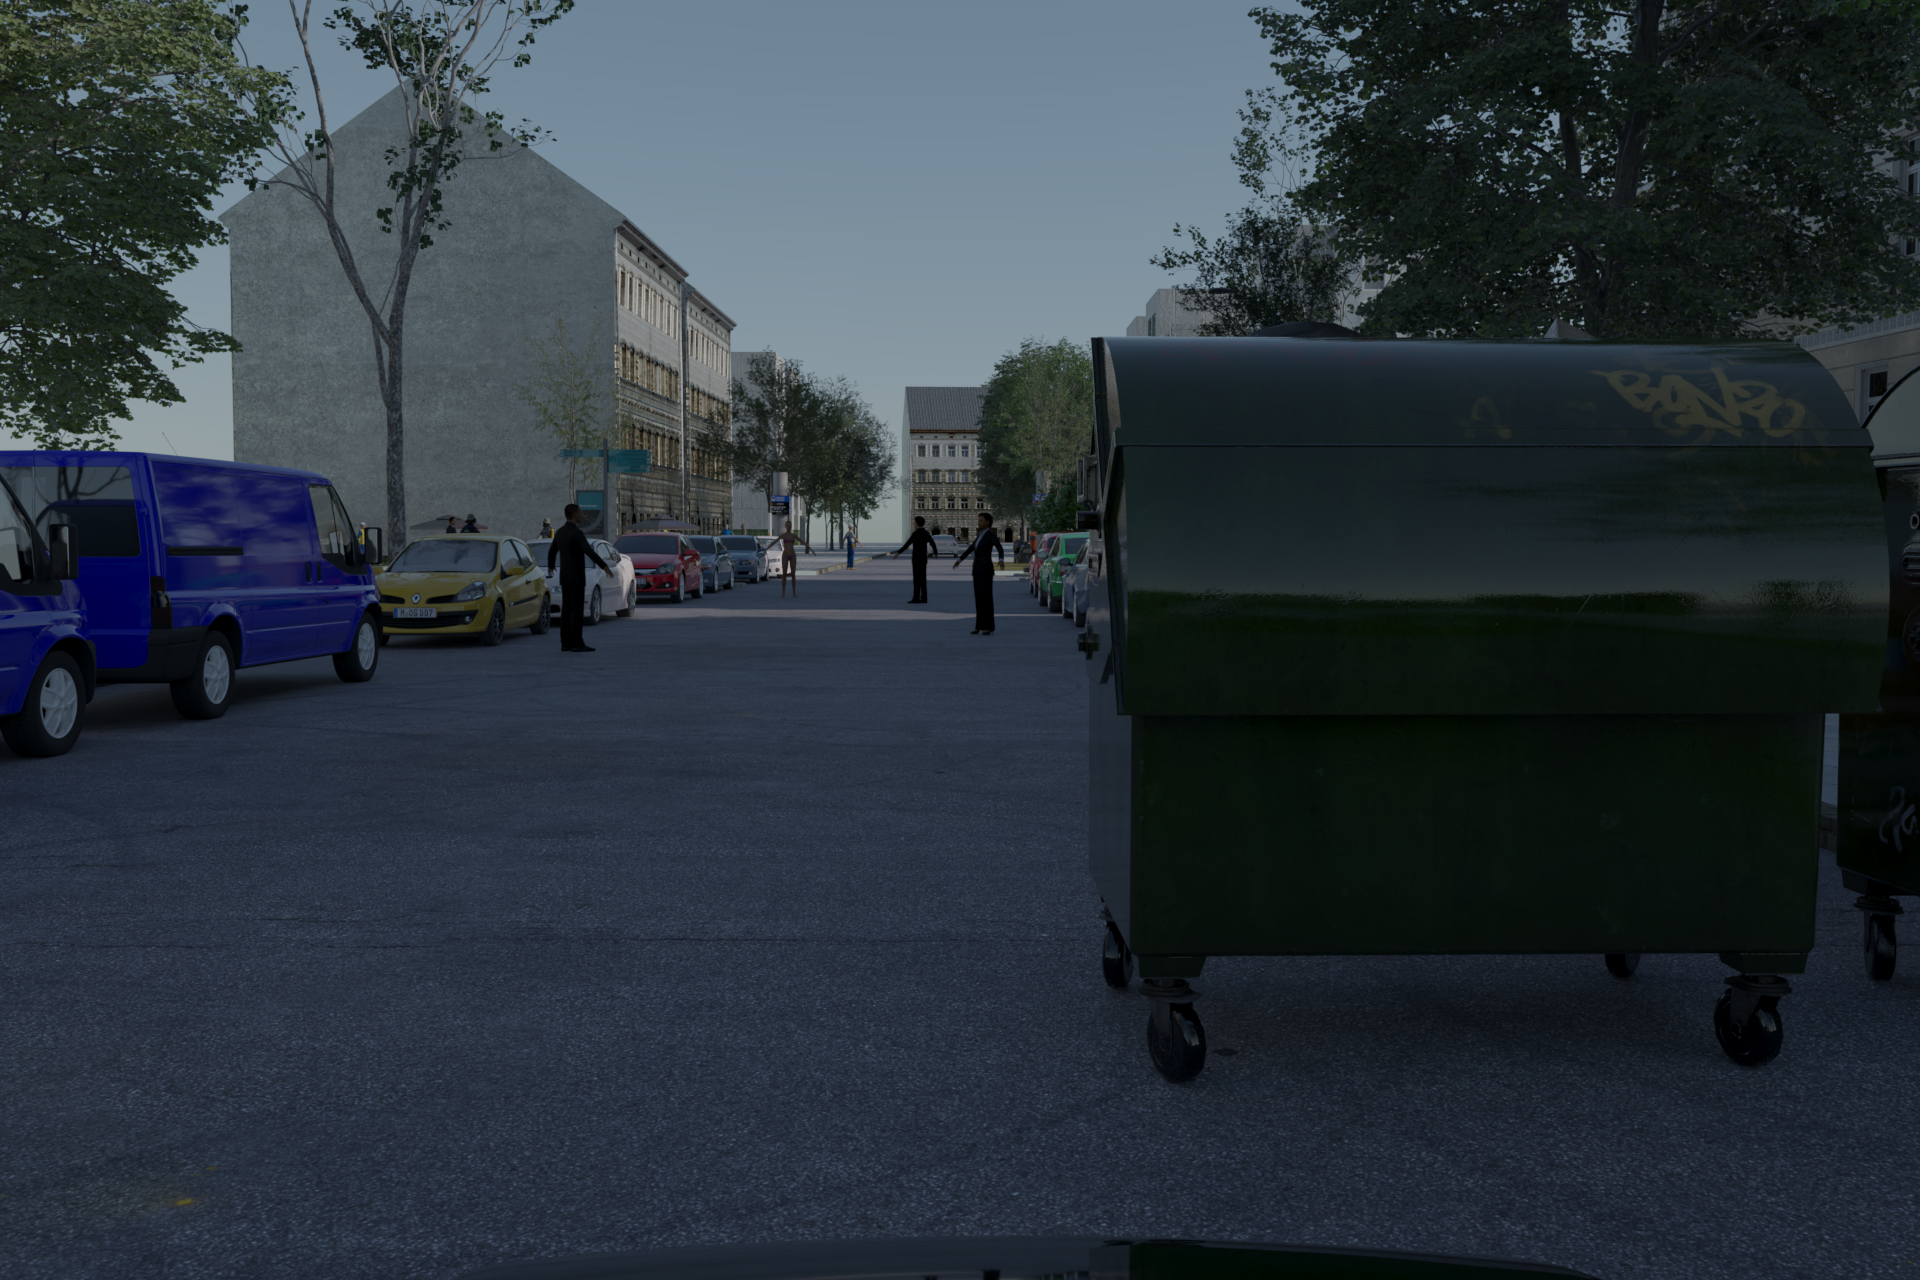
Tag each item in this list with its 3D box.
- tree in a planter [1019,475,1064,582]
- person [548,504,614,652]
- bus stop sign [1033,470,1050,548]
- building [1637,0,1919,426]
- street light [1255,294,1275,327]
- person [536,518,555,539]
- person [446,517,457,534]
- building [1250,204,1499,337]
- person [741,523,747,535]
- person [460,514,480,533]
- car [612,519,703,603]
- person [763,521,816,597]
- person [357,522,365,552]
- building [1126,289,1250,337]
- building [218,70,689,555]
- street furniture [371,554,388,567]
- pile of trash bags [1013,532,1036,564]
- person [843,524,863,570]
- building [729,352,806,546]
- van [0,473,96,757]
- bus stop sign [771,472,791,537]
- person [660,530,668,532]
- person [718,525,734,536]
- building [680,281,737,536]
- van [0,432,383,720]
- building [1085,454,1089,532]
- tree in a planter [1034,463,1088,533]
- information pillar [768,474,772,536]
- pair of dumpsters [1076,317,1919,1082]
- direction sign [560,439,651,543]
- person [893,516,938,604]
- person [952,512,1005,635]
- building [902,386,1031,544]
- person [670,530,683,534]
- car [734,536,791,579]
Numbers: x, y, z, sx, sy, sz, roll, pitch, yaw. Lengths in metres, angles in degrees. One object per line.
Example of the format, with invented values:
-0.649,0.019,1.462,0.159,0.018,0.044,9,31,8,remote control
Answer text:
2.801,-3.395,52.734,1.991,3.239,1.994,0,4,-1,tree in a planter
-4.698,-0.762,21.139,1.346,1.802,0.704,3,5,45,person
3.461,-5.067,71.864,0.837,3.901,0.837,0,4,0,bus stop sign
25.389,-15.455,38.594,13.634,28.700,20.117,0,4,0,building
6.452,-3.685,32.784,1.470,5.913,1.316,0,3,0,street light
-14.819,-3.440,62.029,0.705,1.856,1.354,1,4,22,person
-15.890,-2.952,54.315,0.704,1.823,1.345,0,4,4,person
23.046,-15.271,106.093,16.016,20.090,11.380,0,4,0,building
-10.863,-4.927,86.677,0.705,1.813,1.348,-1,4,-9,person
-13.490,-2.571,47.902,1.351,1.845,0.704,2,4,34,person
-6.630,-1.717,37.116,2.155,1.783,4.494,0,4,0,car
-3.865,-1.832,39.216,1.217,1.733,0.721,-1,4,-13,person
-24.474,-3.962,71.251,0.721,1.772,1.216,0,4,6,person
22.633,-16.330,133.454,16.747,18.905,31.486,0,3,0,building
-25.538,-15.952,91.747,19.493,23.208,18.063,0,4,1,building
-20.975,-3.350,70.403,5.734,0.657,10.072,0,4,-2,street furniture
3.279,-4.071,76.307,1.912,1.369,3.447,0,3,0,pile of trash bags
-4.347,-3.727,69.253,0.705,1.847,1.347,-3,4,-38,person
-26.212,-19.413,183.862,16.747,18.905,31.486,0,3,0,building
-6.723,-0.306,9.392,2.240,2.365,5.245,0,4,0,van
-7.674,-5.201,74.054,0.837,3.901,0.837,0,4,-1,bus stop sign
-12.306,-4.069,72.493,0.705,1.833,1.349,1,4,13,person
-13.200,-5.616,97.954,1.347,1.817,0.704,0,4,-5,person
-25.889,-17.429,115.901,19.493,23.208,18.063,0,4,1,building
-6.673,-0.652,15.038,2.240,2.365,5.245,0,4,0,van
23.502,-20.209,196.866,16.747,18.905,31.486,0,4,0,building
2.793,-2.849,43.811,1.991,3.239,1.994,0,4,1,tree in a planter
-7.457,-4.682,67.907,0.183,3.616,0.504,0,3,0,information pillar
2.551,-0.006,5.055,4.436,2.255,1.574,0,4,-1,pair of dumpsters
-9.944,-3.698,49.231,2.525,3.948,1.411,0,4,0,direction sign
-0.858,-1.660,35.788,0.705,1.806,1.347,3,5,40,person
0.277,-0.945,24.635,0.721,1.740,1.216,-2,4,-34,person
0.940,-25.893,256.743,18.063,23.208,19.493,0,4,-5,building
-13.157,-4.547,80.280,1.347,1.837,0.705,-3,5,-41,person
-6.486,-2.711,56.692,2.083,1.381,4.827,0,3,0,car
